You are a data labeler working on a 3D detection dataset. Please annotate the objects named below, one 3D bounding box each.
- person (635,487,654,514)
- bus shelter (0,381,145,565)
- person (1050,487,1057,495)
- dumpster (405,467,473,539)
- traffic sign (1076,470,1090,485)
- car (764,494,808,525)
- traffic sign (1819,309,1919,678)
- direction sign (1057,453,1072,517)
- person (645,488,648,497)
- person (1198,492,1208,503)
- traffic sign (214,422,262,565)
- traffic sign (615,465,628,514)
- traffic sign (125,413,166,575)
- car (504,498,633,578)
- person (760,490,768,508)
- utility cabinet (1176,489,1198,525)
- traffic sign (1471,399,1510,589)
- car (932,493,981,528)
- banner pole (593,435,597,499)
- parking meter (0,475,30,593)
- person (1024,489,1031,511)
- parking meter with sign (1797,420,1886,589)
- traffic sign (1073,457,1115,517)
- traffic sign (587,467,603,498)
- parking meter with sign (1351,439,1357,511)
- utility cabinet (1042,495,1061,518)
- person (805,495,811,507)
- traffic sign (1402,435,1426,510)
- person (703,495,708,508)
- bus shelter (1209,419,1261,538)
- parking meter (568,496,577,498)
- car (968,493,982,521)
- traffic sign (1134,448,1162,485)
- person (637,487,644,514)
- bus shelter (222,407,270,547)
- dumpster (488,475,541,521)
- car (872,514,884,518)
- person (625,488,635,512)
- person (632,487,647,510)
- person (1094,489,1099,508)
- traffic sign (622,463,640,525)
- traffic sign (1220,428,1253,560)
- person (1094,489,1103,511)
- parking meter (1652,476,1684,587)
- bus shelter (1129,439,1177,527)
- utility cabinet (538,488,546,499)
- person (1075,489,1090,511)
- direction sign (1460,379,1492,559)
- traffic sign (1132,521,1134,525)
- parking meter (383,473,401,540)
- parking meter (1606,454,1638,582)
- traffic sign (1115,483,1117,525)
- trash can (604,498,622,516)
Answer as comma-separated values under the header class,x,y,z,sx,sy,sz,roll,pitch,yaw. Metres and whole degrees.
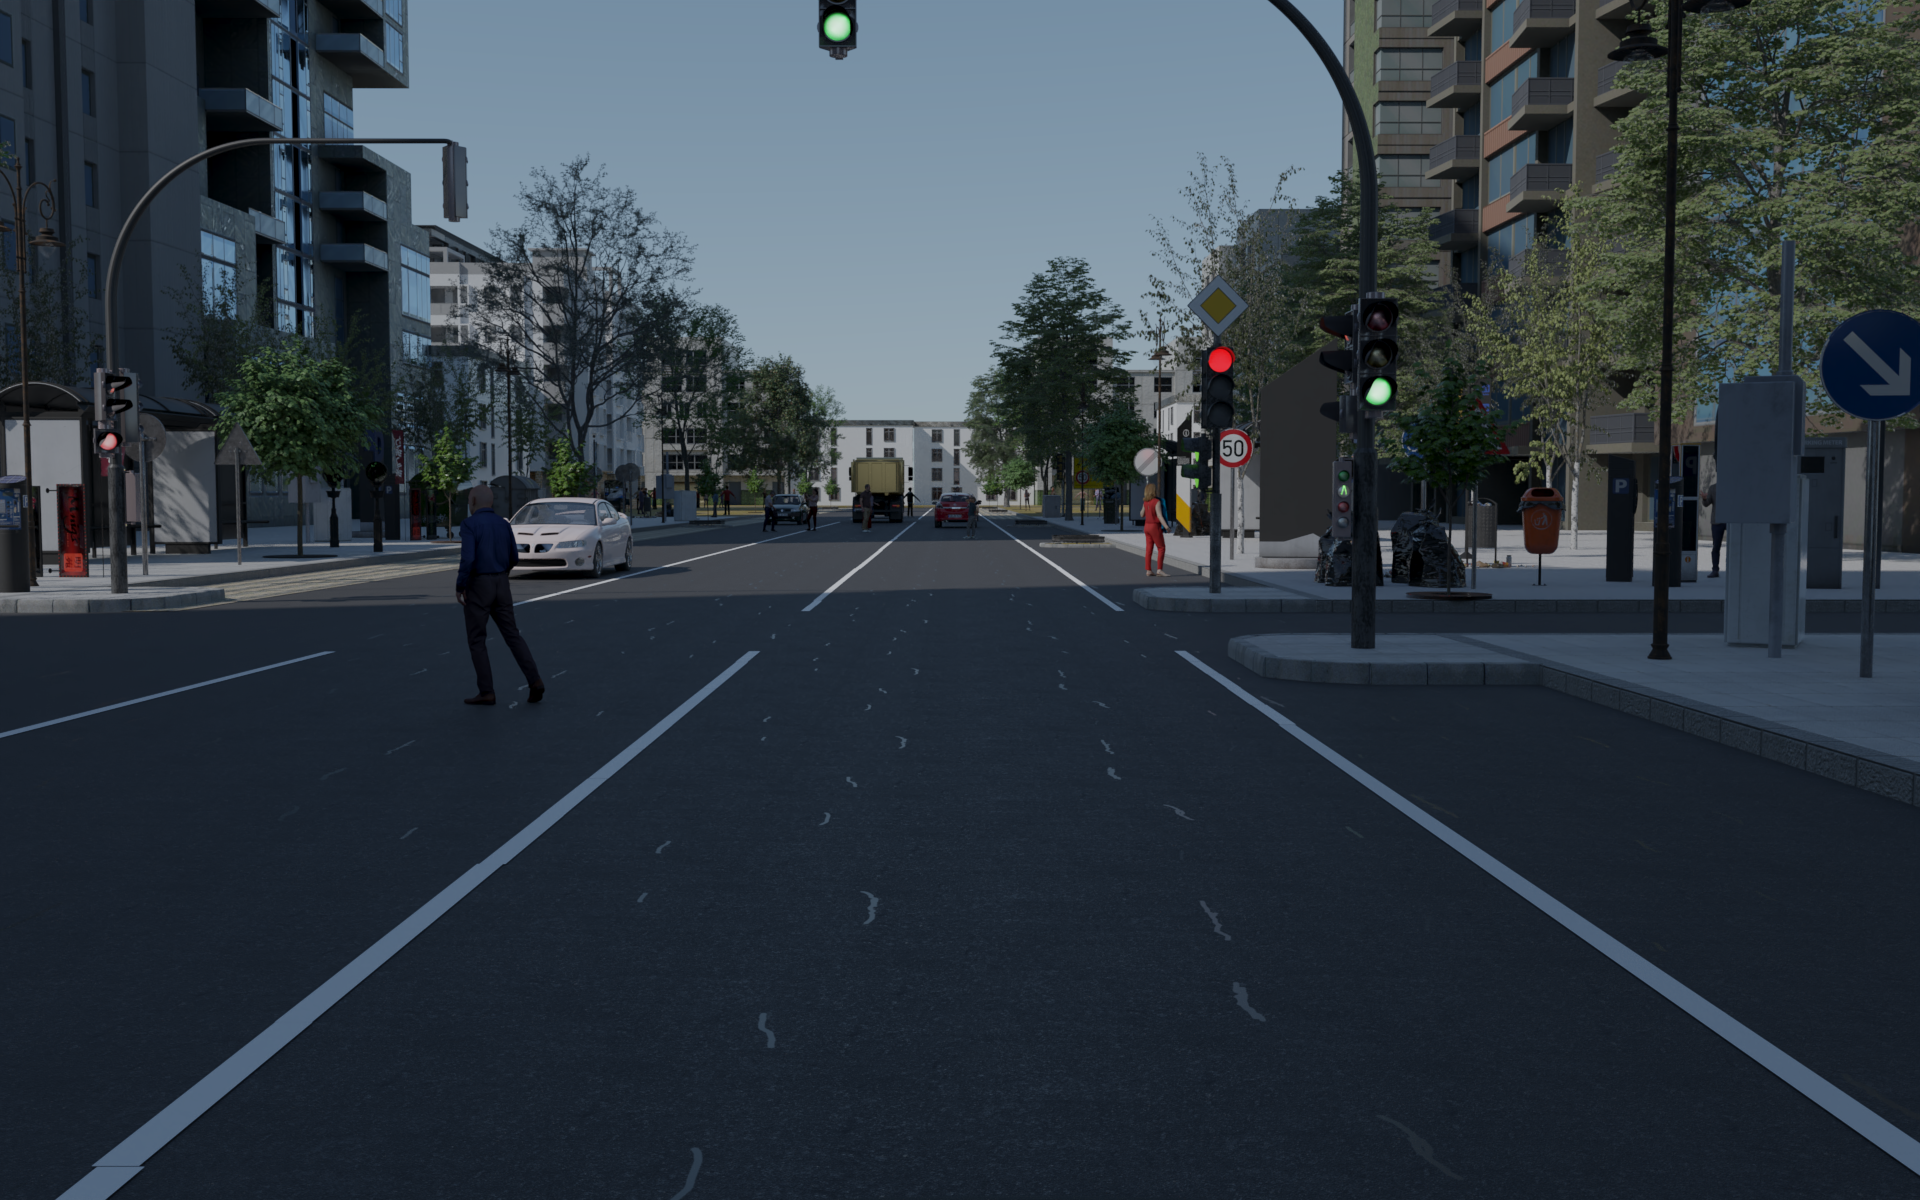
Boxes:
class,x,y,z,sx,sy,sz,roll,pitch,yaw
person,-20.634,-6.522,113.202,1.217,1.766,0.721,0,4,2
bus shelter,-16.621,-2.442,33.843,2.014,3.302,5.546,0,4,0
person,7.305,-7.956,136.264,0.705,1.807,1.348,-2,4,-32
dumpster,-15.126,-2.929,50.380,1.502,2.255,1.985,0,4,0
traffic sign,6.541,-5.645,92.395,0.768,2.556,0.104,0,4,2
car,-8.166,-4.397,81.684,2.009,1.686,4.222,0,4,1
traffic sign,6.344,-0.730,12.050,0.768,2.556,0.104,0,4,8
direction sign,5.800,-6.389,96.463,0.876,3.537,0.379,2,4,27
person,-26.765,-8.674,147.847,0.705,1.826,1.348,-1,4,-15
person,16.158,-6.700,116.115,0.617,1.759,0.750,3,5,44
traffic sign,-13.027,-1.911,31.247,0.884,2.594,0.081,0,4,3
traffic sign,-14.539,-4.574,74.886,0.768,2.556,0.104,0,4,2
traffic sign,-12.885,-1.665,27.324,0.768,2.556,0.104,0,4,6
car,-7.086,-1.142,31.032,2.083,1.381,4.827,0,4,0
person,-17.726,-9.240,157.638,0.721,1.766,1.217,3,5,44
utility cabinet,9.270,-3.802,70.836,0.318,1.500,1.173,3,5,39
traffic sign,6.934,-1.425,23.309,0.884,2.594,0.081,0,4,2
car,-0.161,-4.026,74.863,2.155,1.783,4.494,0,4,1
banner pole,-15.388,-5.084,73.141,0.401,3.779,0.863,-1,4,-22
parking meter,-12.368,-0.868,22.604,0.372,1.533,0.369,0,3,0
person,5.176,-7.679,133.058,0.593,1.643,0.415,-3,5,-44
parking meter with sign,11.623,-1.671,23.574,1.738,3.016,0.543,1,4,16
traffic sign,7.359,-6.195,95.160,2.265,3.308,0.079,0,4,5
traffic sign,-16.638,-4.811,78.772,0.768,2.556,0.104,0,4,1
parking meter with sign,9.117,-2.775,41.637,0.543,3.016,1.738,-2,4,-26
utility cabinet,4.988,-5.073,94.107,1.020,1.237,0.306,-2,4,-31
person,-13.859,-9.248,156.879,0.705,1.869,1.348,-2,4,-30
traffic sign,7.751,-1.764,28.953,0.768,2.556,0.104,0,4,5
person,-24.027,-9.613,163.751,0.617,1.759,0.750,-1,4,-11
bus shelter,8.211,-3.300,47.877,2.014,3.302,5.546,0,4,0
parking meter,-17.198,-4.345,76.758,0.399,1.863,0.255,-3,4,-37
car,0.106,-5.131,92.937,2.155,1.783,4.494,0,4,0
traffic sign,5.215,-2.937,48.125,0.768,2.556,0.104,0,4,5
person,-19.988,-6.223,108.704,0.530,1.710,0.541,-1,4,-11
bus shelter,-16.639,-2.791,39.555,2.014,3.302,5.546,0,4,0
dumpster,-13.949,-2.962,54.191,1.264,1.857,1.865,0,4,0
car,-4.474,-5.598,103.319,2.131,1.459,4.920,0,4,-1
person,-23.624,-7.102,122.946,1.217,1.735,0.721,0,4,-5
person,-25.551,-8.063,137.877,1.348,1.823,0.705,0,4,-5
person,12.857,-9.596,163.380,0.568,1.767,0.683,-1,4,-17
traffic sign,-13.425,-4.315,70.653,0.768,2.556,0.104,0,4,2
traffic sign,5.312,-2.058,33.759,0.768,2.556,0.104,0,4,6
person,10.756,-7.824,133.828,0.709,1.838,0.599,-1,4,-11
parking meter,9.797,-0.952,23.975,0.372,1.533,0.369,0,3,0
bus shelter,7.578,-4.464,66.909,2.014,3.302,5.546,0,4,0
utility cabinet,-15.247,-3.219,61.313,1.173,1.500,0.318,1,4,11
person,9.126,-7.470,128.882,1.217,1.736,0.721,0,4,5
direction sign,10.054,-2.587,34.288,0.876,3.537,0.379,3,4,36
traffic sign,7.123,-4.346,71.157,0.768,2.556,0.104,0,4,5
parking meter,-15.863,-2.608,48.350,0.399,1.863,0.255,1,4,21
parking meter,9.689,-1.201,25.343,0.399,1.863,0.255,2,4,28
traffic sign,6.510,-4.421,72.284,0.884,2.594,0.081,0,4,2
trash can,-13.701,-3.472,68.414,0.748,1.137,0.748,0,3,0
